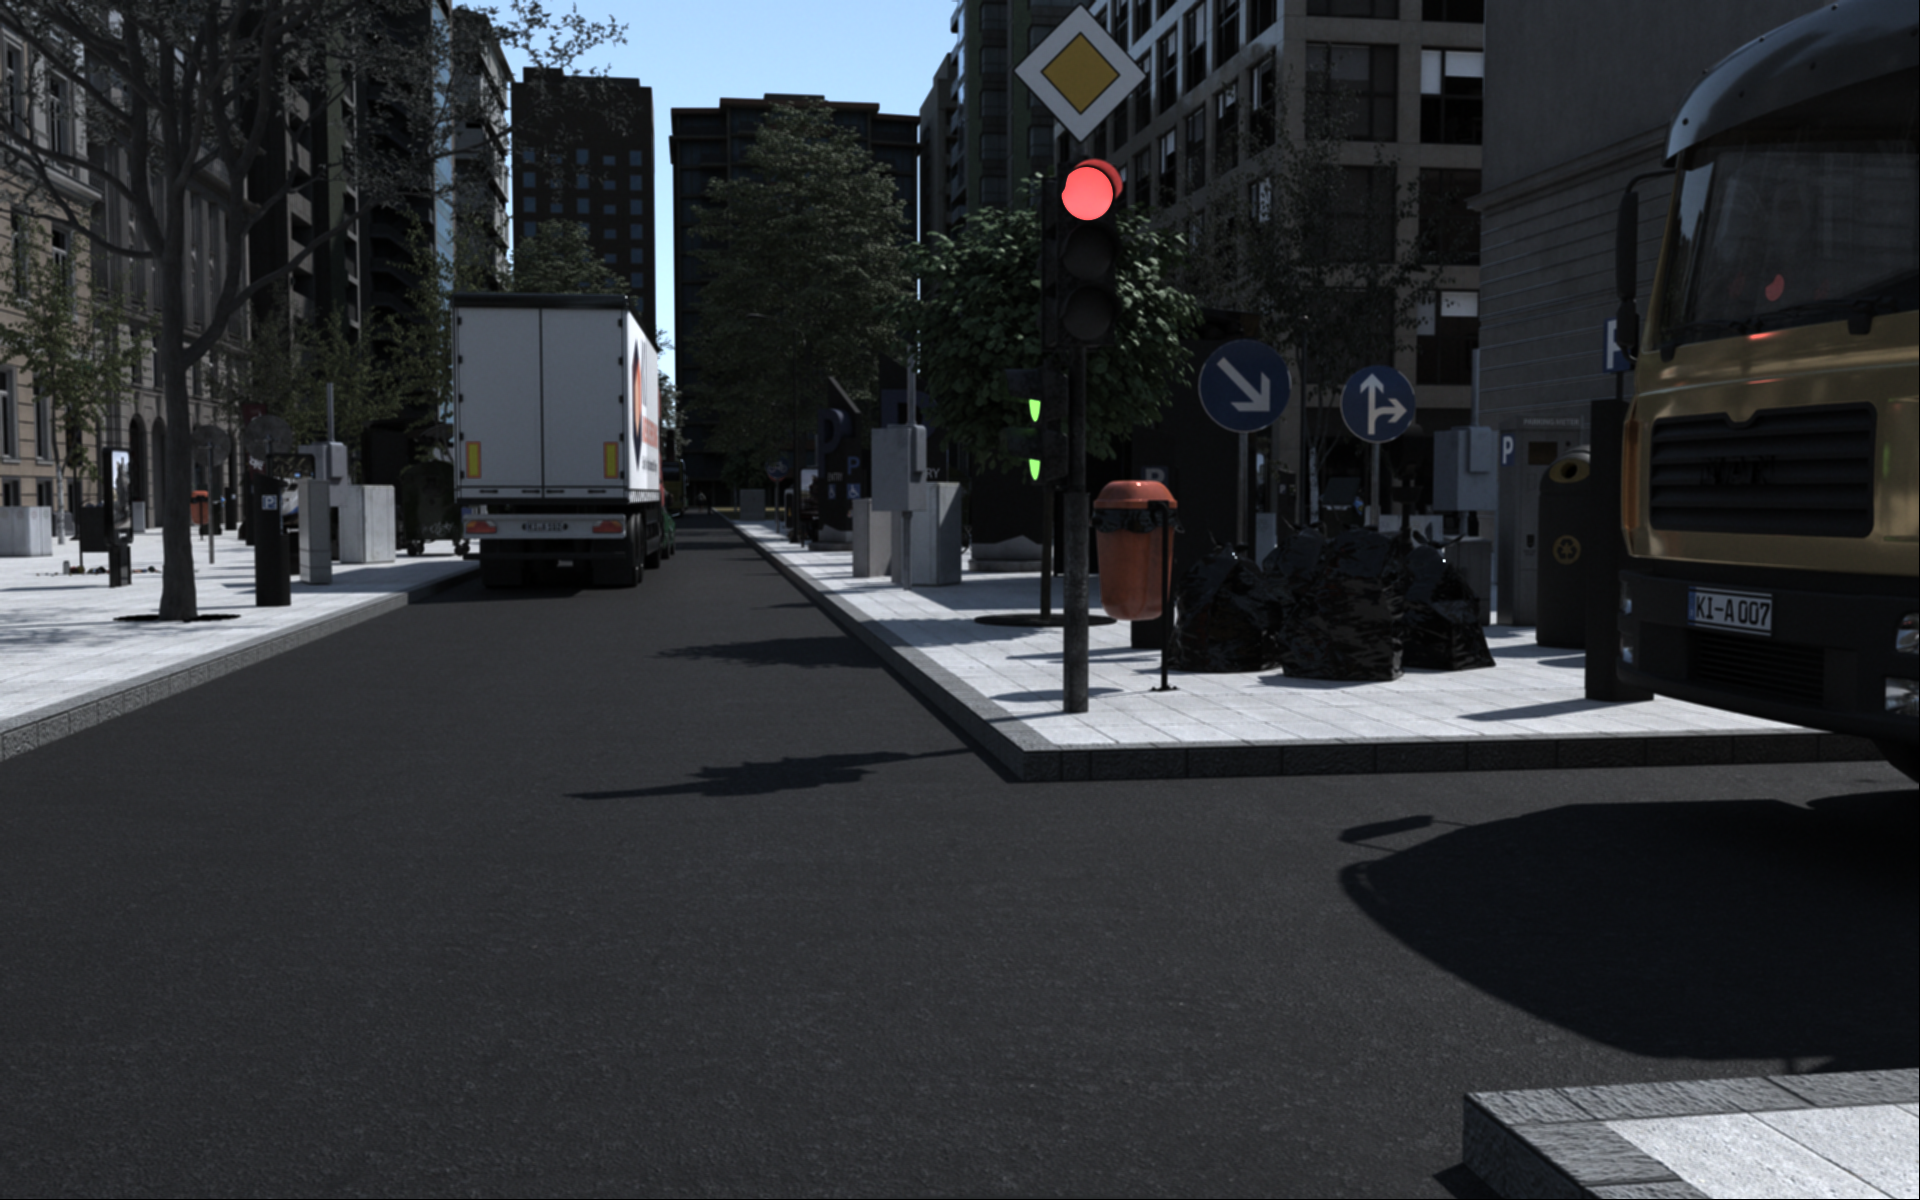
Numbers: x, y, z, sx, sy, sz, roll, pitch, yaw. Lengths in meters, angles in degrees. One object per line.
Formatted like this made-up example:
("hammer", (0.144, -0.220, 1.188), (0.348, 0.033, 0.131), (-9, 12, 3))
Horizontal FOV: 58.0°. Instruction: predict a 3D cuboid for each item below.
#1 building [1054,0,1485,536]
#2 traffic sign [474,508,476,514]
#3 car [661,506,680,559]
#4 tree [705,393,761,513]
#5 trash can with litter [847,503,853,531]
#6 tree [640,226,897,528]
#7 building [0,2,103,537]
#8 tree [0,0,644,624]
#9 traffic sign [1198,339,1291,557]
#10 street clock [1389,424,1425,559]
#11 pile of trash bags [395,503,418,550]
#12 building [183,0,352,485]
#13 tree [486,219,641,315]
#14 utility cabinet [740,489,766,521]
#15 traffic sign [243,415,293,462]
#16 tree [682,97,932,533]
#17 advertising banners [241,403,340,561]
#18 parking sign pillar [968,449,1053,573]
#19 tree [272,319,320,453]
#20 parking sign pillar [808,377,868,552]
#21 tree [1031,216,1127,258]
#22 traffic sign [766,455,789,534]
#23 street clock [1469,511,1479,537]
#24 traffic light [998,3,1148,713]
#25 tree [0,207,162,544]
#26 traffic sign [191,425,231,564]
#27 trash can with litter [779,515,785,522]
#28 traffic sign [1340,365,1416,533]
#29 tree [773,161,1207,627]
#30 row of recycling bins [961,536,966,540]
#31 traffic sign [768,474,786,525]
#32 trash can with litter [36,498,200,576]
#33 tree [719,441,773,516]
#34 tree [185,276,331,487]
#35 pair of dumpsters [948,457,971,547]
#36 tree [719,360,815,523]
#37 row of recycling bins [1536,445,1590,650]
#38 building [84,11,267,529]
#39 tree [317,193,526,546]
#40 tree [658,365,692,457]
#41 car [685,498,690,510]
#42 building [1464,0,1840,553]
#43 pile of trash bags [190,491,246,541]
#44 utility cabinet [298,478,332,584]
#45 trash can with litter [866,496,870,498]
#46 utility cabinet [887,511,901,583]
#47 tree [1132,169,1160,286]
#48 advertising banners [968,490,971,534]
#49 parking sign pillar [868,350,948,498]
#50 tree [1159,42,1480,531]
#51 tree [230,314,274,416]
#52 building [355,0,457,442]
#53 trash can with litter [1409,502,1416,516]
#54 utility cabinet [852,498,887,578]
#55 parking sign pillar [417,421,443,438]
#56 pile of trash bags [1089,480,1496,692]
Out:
("building", (16.724, -16.289, 70.835), (19.350, 26.468, 34.151), (-1, 4, -9))
("traffic sign", (-13.703, -2.917, 48.885), (0.795, 2.450, 0.064), (0, 4, -8))
("car", (-7.473, -1.692, 39.462), (2.131, 1.459, 4.920), (0, 4, -7))
("tree", (-15.228, -10.211, 117.314), (4.360, 8.622, 3.978), (0, 3, 0))
("trash can with litter", (-2.139, -1.596, 37.485), (0.624, 1.170, 1.055), (0, 4, -5))
("tree", (-6.024, -8.553, 65.589), (9.928, 11.665, 9.643), (0, 3, 0))
("building", (-32.372, -15.818, 44.523), (13.634, 28.700, 20.117), (-1, 4, -9))
("tree", (-7.855, -6.543, 17.346), (12.009, 13.543, 11.850), (0, 3, 0))
("traffic sign", (2.338, -0.870, 14.327), (0.768, 2.556, 0.104), (0, 4, -2))
("street clock", (4.639, -0.823, 18.030), (0.358, 2.002, 0.471), (0, 4, -4))
("pile of trash bags", (-13.687, -1.813, 39.392), (1.912, 1.369, 3.447), (0, 4, 3))
("building", (-39.447, -19.287, 87.049), (14.160, 30.474, 14.107), (-1, 4, -9))
("tree", (-16.883, -9.426, 72.247), (7.486, 12.596, 7.792), (0, 3, 0))
("utility cabinet", (-9.853, -4.502, 82.281), (1.173, 1.500, 0.318), (0, 4, 3))
("traffic sign", (-11.123, -1.698, 27.874), (0.768, 2.556, 0.104), (0, 4, -8))
("tree", (-4.246, -8.080, 50.227), (7.486, 12.596, 7.792), (0, 3, 0))
("advertising banners", (-12.801, -2.270, 33.302), (2.074, 3.025, 0.090), (0, 4, 7))
("parking sign pillar", (0.862, -2.471, 28.870), (1.447, 3.967, 1.447), (1, 4, 22))
("tree", (-23.238, -7.101, 66.456), (4.737, 8.622, 4.395), (0, 3, 0))
("parking sign pillar", (-2.729, -3.104, 39.230), (1.447, 3.967, 1.447), (-2, 4, -33))
("tree", (2.739, -5.771, 44.714), (4.737, 8.622, 4.395), (0, 3, 0))
("traffic sign", (-5.888, -3.414, 55.919), (0.768, 2.556, 0.104), (0, 4, -7))
("street clock", (10.229, -1.828, 34.460), (0.471, 2.002, 0.358), (2, 4, 26))
("traffic light", (0.663, -1.295, 10.094), (0.839, 4.253, 0.868), (-1, 4, -9))
("tree", (-22.658, -5.722, 43.923), (4.737, 8.622, 4.395), (0, 3, 0))
("traffic sign", (-13.793, -1.942, 31.853), (0.768, 2.556, 0.104), (0, 4, -4))
("trash can with litter", (-7.949, -4.232, 80.585), (1.055, 1.170, 0.624), (1, 4, 13))
("traffic sign", (4.115, -1.044, 17.173), (0.768, 2.556, 0.104), (0, 4, -6))
("tree", (0.785, -2.051, 17.241), (4.285, 4.588, 4.351), (0, 3, 0))
("row of recycling bins", (-1.141, -2.591, 49.468), (1.069, 1.692, 3.534), (-3, 5, -41))
("traffic sign", (-7.555, -4.371, 71.564), (0.768, 2.556, 0.104), (0, 4, -1))
("trash can with litter", (-13.538, -1.034, 27.962), (2.233, 1.210, 1.678), (-1, 4, -12))
("tree", (-12.062, -7.295, 102.994), (4.285, 4.588, 4.351), (0, 3, 0))
("tree", (-23.205, -6.557, 57.573), (4.360, 8.622, 3.978), (0, 3, 0))
("pair of dumpsters", (-0.694, -2.524, 43.763), (1.574, 2.255, 4.437), (-1, 4, -9))
("tree", (-8.407, -7.757, 77.196), (4.737, 8.622, 4.395), (0, 3, 0))
("row of recycling bins", (5.654, -0.379, 13.312), (1.069, 1.692, 3.534), (-1, 4, -13))
("building", (-36.321, -13.739, 66.430), (13.314, 21.916, 24.055), (-1, 4, -9))
("tree", (-12.512, -5.668, 43.036), (4.737, 8.622, 4.395), (0, 3, 0))
("tree", (-27.512, -14.684, 146.745), (9.857, 13.997, 8.962), (0, 3, 0))
("car", (-25.565, -8.873, 156.865), (2.131, 1.459, 4.920), (-1, 4, -9))
("building", (23.840, -11.764, 34.138), (24.055, 21.916, 13.314), (-1, 4, -9))
("pile of trash bags", (-19.719, -2.367, 48.456), (3.447, 1.369, 1.912), (-2, 4, -28))
("utility cabinet", (-9.276, -0.993, 24.922), (0.318, 1.500, 1.173), (-2, 4, -27))
("trash can with litter", (-2.799, -2.583, 53.296), (1.678, 1.210, 2.233), (-2, 4, -28))
("utility cabinet", (-0.524, -0.870, 25.380), (1.020, 1.237, 0.306), (-3, 4, -37))
("tree", (5.547, -5.275, 36.608), (4.360, 8.622, 3.978), (0, 3, 0))
("advertising banners", (0.883, -3.653, 55.915), (2.074, 3.025, 0.090), (-2, 4, -34))
("parking sign pillar", (-0.874, -2.683, 32.346), (1.447, 3.967, 1.447), (0, 4, 3))
("tree", (6.045, -4.792, 28.716), (4.360, 8.622, 3.978), (0, 3, 0))
("tree", (-27.613, -7.390, 71.181), (4.737, 8.622, 4.395), (0, 3, 0))
("building", (-47.290, -29.604, 134.133), (14.200, 45.320, 14.600), (-1, 4, -9))
("trash can with litter", (13.420, -2.434, 50.848), (1.678, 1.210, 2.233), (2, 4, 25))
("utility cabinet", (-1.342, -0.969, 27.002), (0.306, 1.237, 1.020), (1, 4, 22))
("parking sign pillar", (-19.623, -4.600, 63.688), (1.447, 3.967, 1.447), (-1, 4, -10))
("pile of trash bags", (2.231, -0.162, 12.402), (3.447, 1.369, 1.912), (-3, 5, -42))
